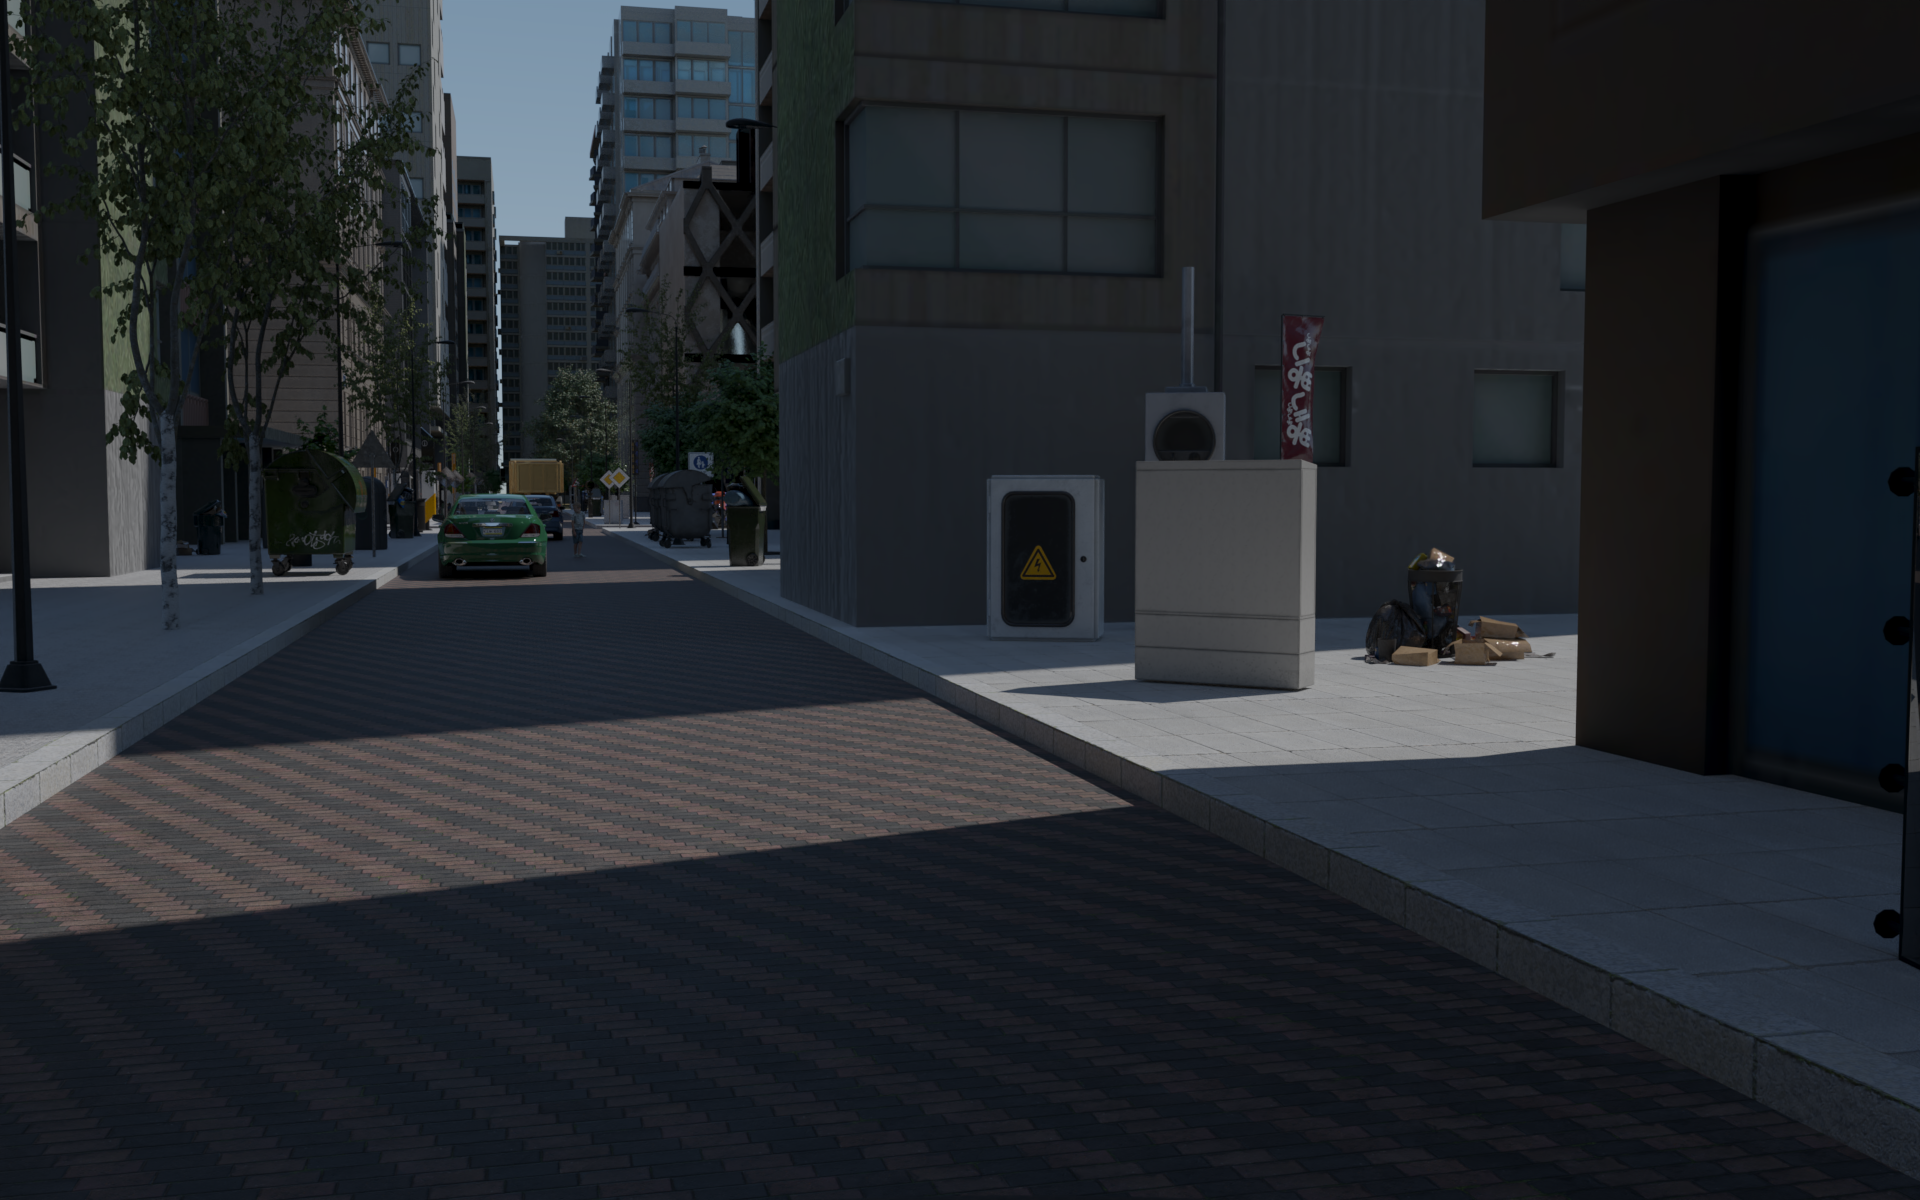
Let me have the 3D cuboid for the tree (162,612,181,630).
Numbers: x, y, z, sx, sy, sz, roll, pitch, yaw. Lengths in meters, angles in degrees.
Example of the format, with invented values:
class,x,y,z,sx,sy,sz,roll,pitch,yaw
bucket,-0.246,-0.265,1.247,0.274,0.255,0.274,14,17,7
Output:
class,x,y,z,sx,sy,sz,roll,pitch,yaw
tree,-7.365,-4.038,16.380,4.737,8.622,4.395,0,3,0

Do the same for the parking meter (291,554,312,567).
class,x,y,z,sx,sy,sz,roll,pitch,yaw
parking meter,-11.709,-1.365,30.728,0.372,1.533,0.369,0,3,0

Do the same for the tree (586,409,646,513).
class,x,y,z,sx,sy,sz,roll,pitch,yaw
tree,-8.362,-4.250,53.200,4.285,4.588,4.351,0,3,0

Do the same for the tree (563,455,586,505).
class,x,y,z,sx,sy,sz,roll,pitch,yaw
tree,-25.047,-8.352,120.265,4.285,4.588,4.351,0,3,0

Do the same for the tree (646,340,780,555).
class,x,y,z,sx,sy,sz,roll,pitch,yaw
tree,-4.210,-3.263,37.065,4.285,4.588,4.351,0,3,0

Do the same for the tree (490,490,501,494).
class,x,y,z,sx,sy,sz,roll,pitch,yaw
tree,-56.768,-13.340,212.703,1.663,3.219,1.824,0,3,0

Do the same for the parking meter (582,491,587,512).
class,x,y,z,sx,sy,sz,roll,pitch,yaw
parking meter,-27.630,-7.282,127.475,0.372,1.533,0.369,0,3,0

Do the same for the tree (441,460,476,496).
class,x,y,z,sx,sy,sz,roll,pitch,yaw
tree,-30.294,-6.691,104.001,1.663,3.219,1.824,0,3,0

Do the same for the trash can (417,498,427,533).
class,x,y,z,sx,sy,sz,roll,pitch,yaw
trash can,-18.120,-2.814,57.661,0.748,1.137,0.748,0,3,0

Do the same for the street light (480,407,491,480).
class,x,y,z,sx,sy,sz,roll,pitch,yaw
street light,-25.857,-7.304,91.964,1.470,5.913,1.316,-1,4,-14

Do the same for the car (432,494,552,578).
class,x,y,z,sx,sy,sz,roll,pitch,yaw
car,-8.410,-1.185,31.173,2.131,1.459,4.920,-1,4,-15

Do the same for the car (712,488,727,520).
class,x,y,z,sx,sy,sz,roll,pitch,yaw
car,-8.429,-3.620,68.782,3.694,1.707,1.945,-1,4,-13

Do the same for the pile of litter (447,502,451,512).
class,x,y,z,sx,sy,sz,roll,pitch,yaw
pile of litter,-38.198,-7.218,131.983,1.719,0.858,1.176,-3,4,-37

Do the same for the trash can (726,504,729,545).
class,x,y,z,sx,sy,sz,roll,pitch,yaw
trash can,-5.374,-1.863,42.119,0.748,1.137,0.748,0,3,0

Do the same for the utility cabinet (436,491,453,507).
class,x,y,z,sx,sy,sz,roll,pitch,yaw
utility cabinet,-33.046,-6.241,110.721,1.173,1.500,0.318,-3,4,-38

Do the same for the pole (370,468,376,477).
class,x,y,z,sx,sy,sz,roll,pitch,yaw
pole,-20.929,-4.156,61.795,0.158,3.312,0.155,0,3,0

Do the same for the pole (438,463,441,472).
class,x,y,z,sx,sy,sz,roll,pitch,yaw
pole,-34.051,-7.309,113.345,0.158,3.312,0.155,0,3,0

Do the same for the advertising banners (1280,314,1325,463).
class,x,y,z,sx,sy,sz,roll,pitch,yaw
advertising banners,2.666,-1.250,16.633,2.074,3.025,0.090,-2,4,-27

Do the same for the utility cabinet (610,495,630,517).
class,x,y,z,sx,sy,sz,roll,pitch,yaw
utility cabinet,-19.117,-5.271,97.345,1.020,1.237,0.306,-2,4,-30

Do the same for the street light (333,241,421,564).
class,x,y,z,sx,sy,sz,roll,pitch,yaw
street light,-10.801,-3.623,31.783,1.470,5.913,1.316,-1,4,-14

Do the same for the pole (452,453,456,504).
class,x,y,z,sx,sy,sz,roll,pitch,yaw
pole,-25.259,-5.666,86.490,0.158,3.312,0.155,0,3,0

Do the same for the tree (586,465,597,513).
class,x,y,z,sx,sy,sz,roll,pitch,yaw
tree,-21.999,-6.933,107.952,1.663,3.219,1.824,0,3,0

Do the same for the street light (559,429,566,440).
class,x,y,z,sx,sy,sz,roll,pitch,yaw
street light,-27.623,-9.242,123.654,1.470,5.913,1.316,-1,4,-14

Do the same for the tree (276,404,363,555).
class,x,y,z,sx,sy,sz,roll,pitch,yaw
tree,-13.523,-2.602,37.141,1.663,3.219,1.824,0,3,0

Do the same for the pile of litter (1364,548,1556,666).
class,x,y,z,sx,sy,sz,roll,pitch,yaw
pile of litter,3.889,0.031,13.463,1.719,0.858,1.176,-1,4,-11

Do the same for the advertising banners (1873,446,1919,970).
class,x,y,z,sx,sy,sz,roll,pitch,yaw
advertising banners,2.614,-0.461,3.729,0.090,3.025,2.074,0,4,-1

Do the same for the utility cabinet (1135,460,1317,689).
class,x,y,z,sx,sy,sz,roll,pitch,yaw
utility cabinet,1.773,-0.179,11.601,1.173,1.500,0.318,2,4,31

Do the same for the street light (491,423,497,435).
class,x,y,z,sx,sy,sz,roll,pitch,yaw
street light,-31.125,-8.583,112.869,1.470,5.913,1.316,-1,4,-14

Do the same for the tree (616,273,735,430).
class,x,y,z,sx,sy,sz,roll,pitch,yaw
tree,-9.769,-6.640,58.925,4.737,8.622,4.395,0,3,0

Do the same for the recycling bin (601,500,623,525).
class,x,y,z,sx,sy,sz,roll,pitch,yaw
recycling bin,-14.667,-3.717,73.325,0.722,1.027,0.722,0,4,-4

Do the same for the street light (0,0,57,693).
class,x,y,z,sx,sy,sz,roll,pitch,yaw
street light,-5.592,-2.369,11.278,1.470,5.913,1.316,-1,4,-14

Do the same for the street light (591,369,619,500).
class,x,y,z,sx,sy,sz,roll,pitch,yaw
street light,-12.834,-5.629,64.567,1.470,5.913,1.316,-1,4,-14

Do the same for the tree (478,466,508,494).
class,x,y,z,sx,sy,sz,roll,pitch,yaw
tree,-53.132,-13.072,197.440,4.285,4.588,4.351,0,3,0

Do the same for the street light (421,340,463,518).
class,x,y,z,sx,sy,sz,roll,pitch,yaw
street light,-15.946,-4.882,52.355,1.470,5.913,1.316,-1,4,-14

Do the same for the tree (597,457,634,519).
class,x,y,z,sx,sy,sz,roll,pitch,yaw
tree,-17.889,-5.898,91.033,1.663,3.219,1.824,0,3,0

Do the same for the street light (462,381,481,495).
class,x,y,z,sx,sy,sz,roll,pitch,yaw
street light,-20.632,-6.034,71.196,1.470,5.913,1.316,-1,4,-14

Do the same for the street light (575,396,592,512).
class,x,y,z,sx,sy,sz,roll,pitch,yaw
street light,-17.309,-6.697,82.044,1.470,5.913,1.316,-1,4,-14

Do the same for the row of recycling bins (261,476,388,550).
class,x,y,z,sx,sy,sz,roll,pitch,yaw
row of recycling bins,-14.865,-2.043,40.518,3.534,1.692,1.069,2,4,24

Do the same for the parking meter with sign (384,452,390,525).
class,x,y,z,sx,sy,sz,roll,pitch,yaw
parking meter with sign,-24.095,-4.715,73.354,0.543,3.016,1.738,-1,4,-13

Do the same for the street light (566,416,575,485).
class,x,y,z,sx,sy,sz,roll,pitch,yaw
street light,-22.431,-7.967,102.802,1.470,5.913,1.316,-1,4,-14

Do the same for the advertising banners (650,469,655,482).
class,x,y,z,sx,sy,sz,roll,pitch,yaw
advertising banners,-16.559,-6.080,95.591,0.090,3.025,2.074,-3,5,-44

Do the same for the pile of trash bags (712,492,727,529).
class,x,y,z,sx,sy,sz,roll,pitch,yaw
pile of trash bags,-9.395,-3.327,64.143,1.912,1.369,3.447,1,4,12

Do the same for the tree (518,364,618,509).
class,x,y,z,sx,sy,sz,roll,pitch,yaw
tree,-33.988,-14.408,152.573,9.611,12.733,9.660,0,3,0

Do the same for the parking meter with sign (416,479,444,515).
class,x,y,z,sx,sy,sz,roll,pitch,yaw
parking meter with sign,-28.082,-5.833,91.624,0.543,3.016,1.738,2,4,31

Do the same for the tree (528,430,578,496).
class,x,y,z,sx,sy,sz,roll,pitch,yaw
tree,-47.409,-16.456,203.459,7.601,10.594,8.767,-1,4,-22

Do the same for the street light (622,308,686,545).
class,x,y,z,sx,sy,sz,roll,pitch,yaw
street light,-7.638,-4.336,43.440,1.470,5.913,1.316,-1,4,-14

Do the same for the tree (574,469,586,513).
class,x,y,z,sx,sy,sz,roll,pitch,yaw
tree,-25.046,-7.423,115.962,1.663,3.219,1.824,0,3,0

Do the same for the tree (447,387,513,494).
class,x,y,z,sx,sy,sz,roll,pitch,yaw
tree,-33.214,-10.340,119.428,4.360,8.622,3.978,0,3,0

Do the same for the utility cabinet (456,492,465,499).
class,x,y,z,sx,sy,sz,roll,pitch,yaw
utility cabinet,-38.745,-7.629,133.419,1.173,1.500,0.318,-3,4,-39

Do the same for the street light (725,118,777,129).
class,x,y,z,sx,sy,sz,roll,pitch,yaw
street light,-2.211,-3.006,21.694,1.470,5.913,1.316,-1,4,-14

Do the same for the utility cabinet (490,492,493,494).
class,x,y,z,sx,sy,sz,roll,pitch,yaw
utility cabinet,-38.672,-8.158,142.069,0.318,1.500,1.173,-2,4,-35

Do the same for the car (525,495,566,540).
class,x,y,z,sx,sy,sz,roll,pitch,yaw
car,-13.524,-2.626,54.939,2.014,1.417,4.499,-1,4,-15
